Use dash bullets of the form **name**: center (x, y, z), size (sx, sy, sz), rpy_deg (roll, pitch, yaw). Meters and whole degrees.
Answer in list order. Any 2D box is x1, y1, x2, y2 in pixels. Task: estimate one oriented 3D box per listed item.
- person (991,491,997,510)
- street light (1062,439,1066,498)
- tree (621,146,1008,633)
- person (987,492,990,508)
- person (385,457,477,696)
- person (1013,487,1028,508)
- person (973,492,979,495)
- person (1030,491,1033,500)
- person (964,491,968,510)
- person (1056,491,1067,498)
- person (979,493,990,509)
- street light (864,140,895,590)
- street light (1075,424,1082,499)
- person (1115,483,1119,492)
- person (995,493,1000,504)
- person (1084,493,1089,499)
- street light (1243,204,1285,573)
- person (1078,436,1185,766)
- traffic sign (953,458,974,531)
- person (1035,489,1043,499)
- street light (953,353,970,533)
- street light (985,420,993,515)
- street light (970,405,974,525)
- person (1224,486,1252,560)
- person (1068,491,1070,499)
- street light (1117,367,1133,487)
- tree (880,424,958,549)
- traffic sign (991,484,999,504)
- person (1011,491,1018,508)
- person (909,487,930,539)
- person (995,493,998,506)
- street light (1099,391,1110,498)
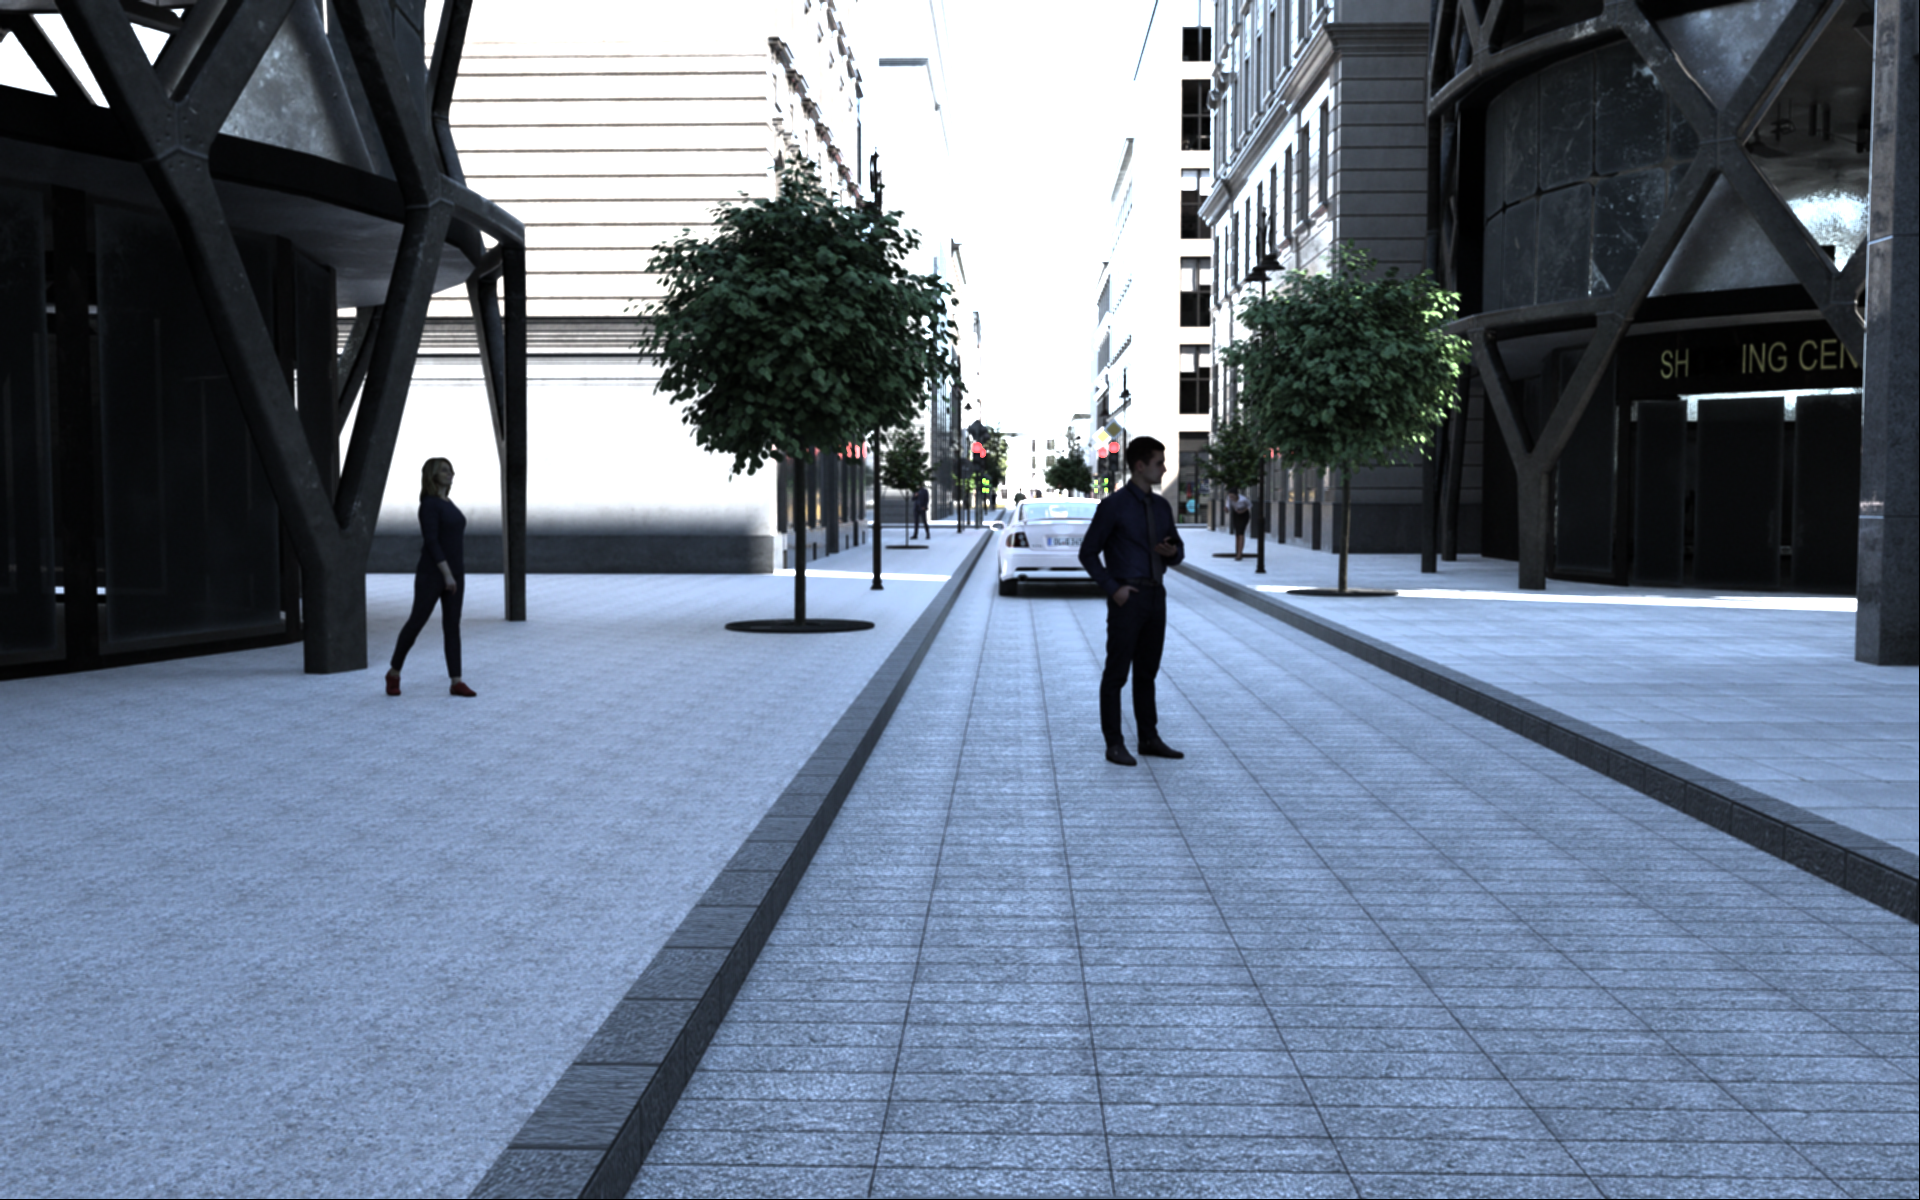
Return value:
- **person**: center (2.656, -7.676, 133.761), size (0.569, 1.553, 0.471), rpy_deg (3, 5, 42)
- **street light**: center (8.736, -10.600, 146.104), size (0.468, 5.910, 1.993), rpy_deg (0, 4, 2)
- **tree**: center (-1.624, -2.007, 16.532), size (4.285, 4.588, 4.351), rpy_deg (0, 3, 0)
- **person**: center (2.734, -9.601, 163.841), size (0.721, 1.723, 1.217), rpy_deg (1, 4, 15)
- **person**: center (-3.379, -0.148, 11.003), size (0.613, 1.512, 0.480), rpy_deg (0, 4, -5)
- **person**: center (2.554, -3.883, 72.807), size (0.655, 1.722, 0.431), rpy_deg (1, 4, 14)
- **person**: center (1.572, -9.938, 168.405), size (0.599, 1.838, 0.709), rpy_deg (-2, 4, -31)
- **person**: center (7.901, -11.153, 191.524), size (0.621, 1.740, 0.551), rpy_deg (1, 4, 9)
- **person**: center (0.419, -8.183, 141.705), size (0.662, 1.594, 0.647), rpy_deg (0, 4, 1)
- **person**: center (9.531, -9.735, 165.226), size (1.348, 1.822, 0.705), rpy_deg (1, 4, 18)
- **person**: center (1.978, -8.742, 148.962), size (1.348, 1.826, 0.705), rpy_deg (1, 4, 8)
- **street light**: center (-1.116, -3.079, 23.130), size (0.468, 5.910, 1.993), rpy_deg (0, 4, 2)
- **street light**: center (7.658, -8.507, 111.874), size (0.468, 5.910, 1.993), rpy_deg (0, 4, 2)
- **person**: center (6.932, -4.200, 75.251), size (0.750, 1.759, 0.617), rpy_deg (3, 4, 38)
- **person**: center (3.202, -9.326, 159.305), size (1.217, 1.735, 0.721), rpy_deg (-3, 5, -43)
- **person**: center (9.305, -7.385, 127.458), size (0.621, 1.740, 0.551), rpy_deg (-2, 4, -34)
- **street light**: center (4.889, -3.376, 27.985), size (0.468, 5.910, 1.993), rpy_deg (0, 4, 2)
- **person**: center (0.988, -0.003, 9.261), size (0.504, 1.737, 0.576), rpy_deg (3, 5, 41)
- **traffic sign**: center (0.116, -3.712, 60.793), size (0.768, 2.556, 0.104), rpy_deg (1, 4, 11)
- **person**: center (1.970, -1.901, 41.792), size (0.569, 1.553, 0.471), rpy_deg (2, 4, 28)
- **street light**: center (-0.020, -5.157, 57.111), size (0.468, 5.910, 1.993), rpy_deg (0, 4, 2)
- **street light**: center (1.601, -8.170, 106.371), size (0.468, 5.910, 1.993), rpy_deg (0, 4, 2)
- **street light**: center (0.354, -6.071, 72.052), size (0.468, 5.910, 1.993), rpy_deg (0, 4, 2)
- **person**: center (5.331, -1.480, 33.433), size (0.628, 1.438, 0.799), rpy_deg (0, 4, -3)
- **person**: center (10.571, -9.855, 167.977), size (0.445, 1.727, 0.742), rpy_deg (-2, 4, -28)
- **street light**: center (5.985, -5.515, 62.960), size (0.468, 5.910, 1.993), rpy_deg (0, 4, 2)
- **tree**: center (-1.139, -2.837, 40.987), size (1.663, 3.219, 1.824), rpy_deg (0, 3, 0)
- **traffic sign**: center (2.916, -8.961, 146.615), size (0.768, 2.556, 0.104), rpy_deg (1, 4, 11)
- **person**: center (5.883, -10.543, 181.584), size (1.217, 1.736, 0.721), rpy_deg (2, 4, 25)
- **person**: center (-1.139, -2.594, 49.367), size (0.541, 1.710, 0.530), rpy_deg (2, 4, 35)
- **person**: center (3.753, -11.008, 186.544), size (0.721, 1.766, 1.217), rpy_deg (-2, 4, -30)
- **street light**: center (6.482, -6.429, 77.895), size (0.468, 5.910, 1.993), rpy_deg (0, 4, 2)
